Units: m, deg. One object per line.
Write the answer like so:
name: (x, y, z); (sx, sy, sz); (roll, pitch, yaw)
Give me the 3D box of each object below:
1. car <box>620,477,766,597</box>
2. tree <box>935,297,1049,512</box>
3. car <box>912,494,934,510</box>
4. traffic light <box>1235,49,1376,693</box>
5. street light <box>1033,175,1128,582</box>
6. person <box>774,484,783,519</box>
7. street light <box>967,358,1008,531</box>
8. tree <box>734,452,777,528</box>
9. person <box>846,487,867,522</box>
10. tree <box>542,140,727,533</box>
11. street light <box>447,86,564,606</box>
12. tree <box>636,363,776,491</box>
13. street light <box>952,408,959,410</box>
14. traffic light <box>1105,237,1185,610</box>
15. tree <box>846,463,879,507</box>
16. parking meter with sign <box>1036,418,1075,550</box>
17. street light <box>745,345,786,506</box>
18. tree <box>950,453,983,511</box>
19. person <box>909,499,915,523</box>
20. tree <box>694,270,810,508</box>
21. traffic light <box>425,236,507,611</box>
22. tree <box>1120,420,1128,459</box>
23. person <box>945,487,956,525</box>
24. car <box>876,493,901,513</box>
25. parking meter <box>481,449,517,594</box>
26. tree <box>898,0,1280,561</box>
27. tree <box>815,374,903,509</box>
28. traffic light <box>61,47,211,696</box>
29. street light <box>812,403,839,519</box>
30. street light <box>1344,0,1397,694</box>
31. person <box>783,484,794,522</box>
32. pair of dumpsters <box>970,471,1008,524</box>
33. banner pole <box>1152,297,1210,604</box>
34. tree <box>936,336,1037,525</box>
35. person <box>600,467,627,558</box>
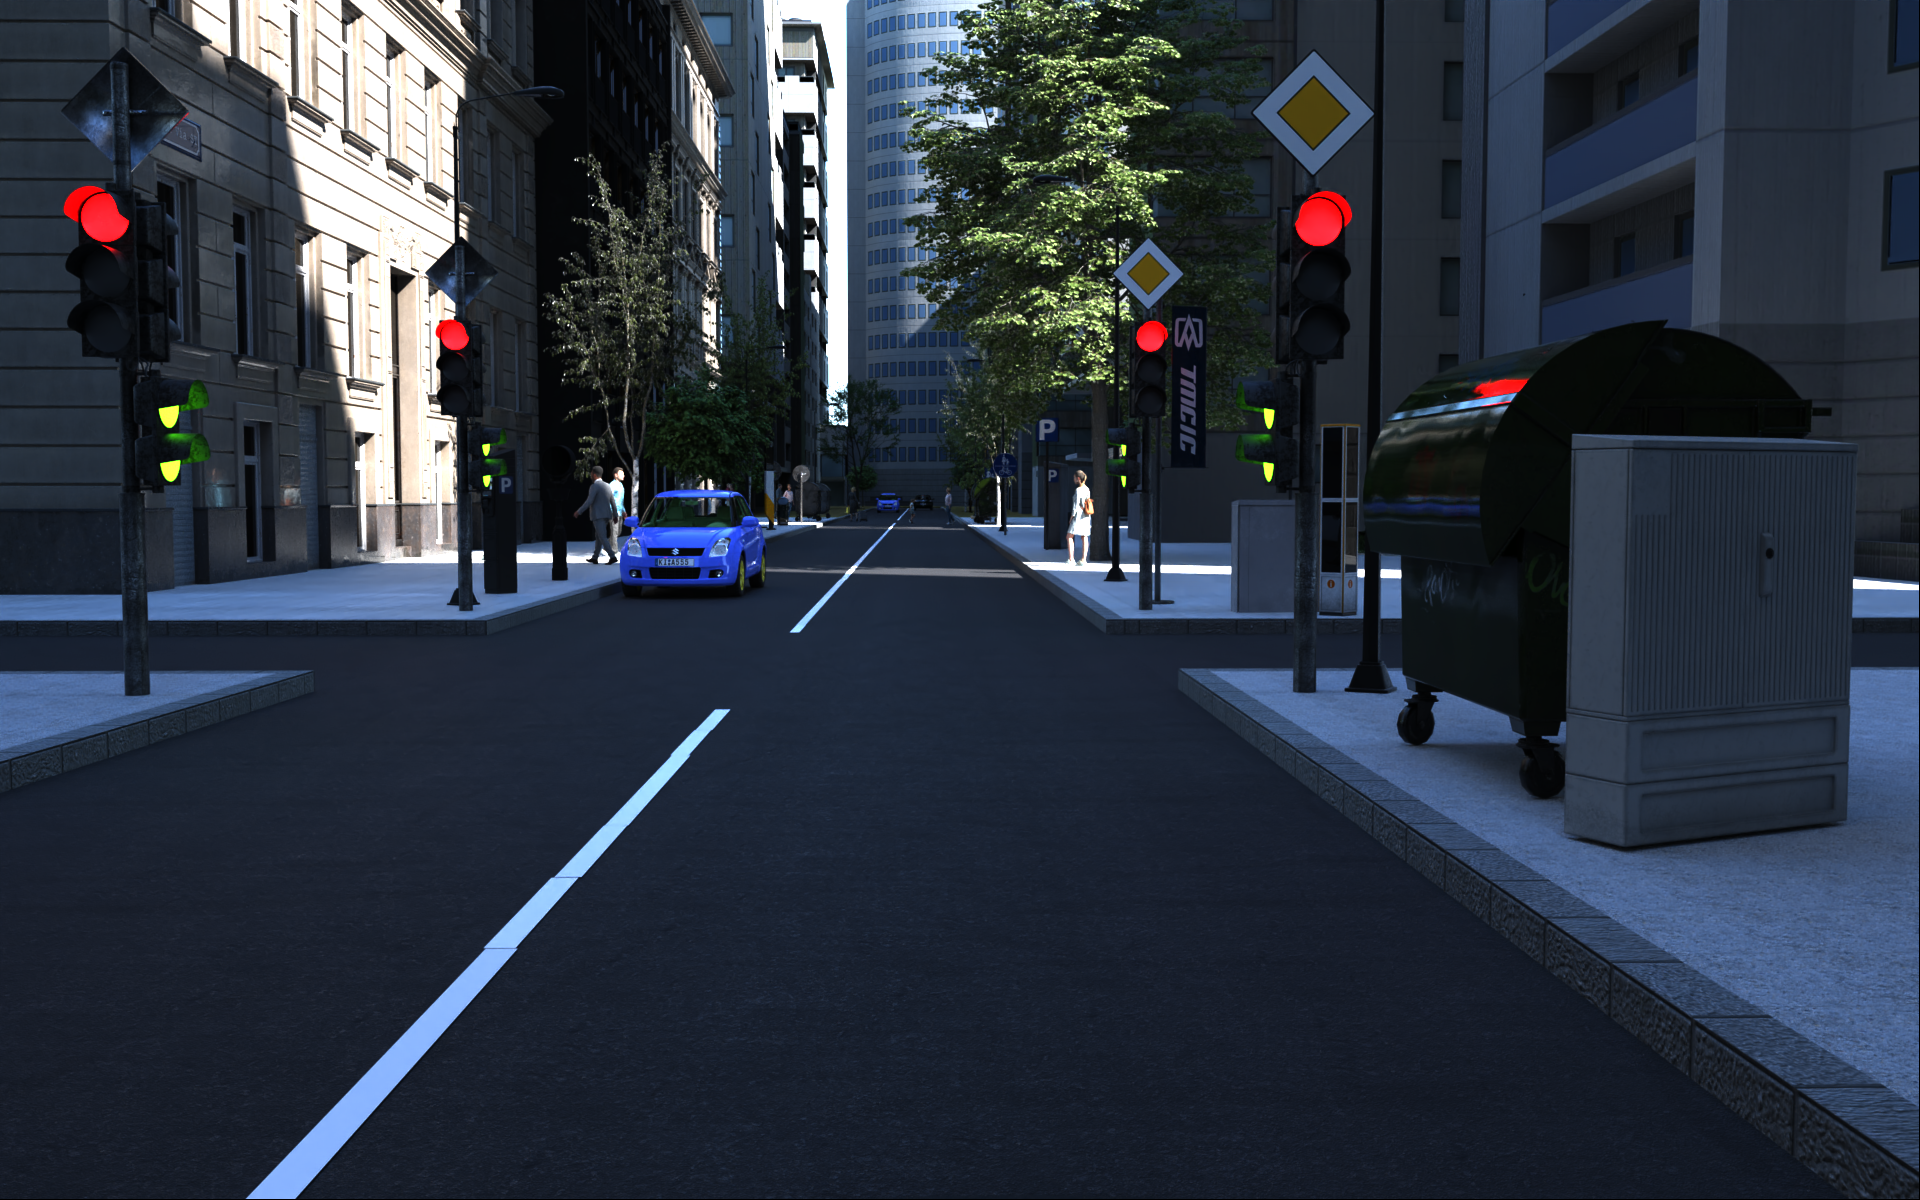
car: (-3.857, -0.963, 25.328); (1.945, 1.707, 3.694); (0, 4, 1)
tree: (1.591, -7.017, 65.088); (4.737, 8.622, 4.395); (0, 3, 0)
car: (-3.262, -8.767, 153.126); (2.009, 1.686, 4.222); (0, 4, -1)
traffic light: (2.218, -1.358, 11.131); (0.839, 4.253, 0.868); (0, 4, -1)
street light: (1.756, -3.231, 25.367); (1.470, 5.913, 1.316); (0, 4, -1)
person: (-9.226, -5.063, 88.924); (0.767, 1.812, 0.694); (0, 4, 3)
street light: (0.946, -5.314, 59.430); (1.470, 5.913, 1.316); (0, 4, -1)
tree: (-7.681, -4.330, 65.399); (1.663, 3.219, 1.824); (0, 3, 0)
person: (-5.442, -5.018, 90.753); (0.699, 1.804, 1.509); (-2, 4, -25)
tree: (-6.936, -5.281, 36.707); (4.360, 8.622, 3.978); (0, 3, 0)
street light: (-5.210, -2.896, 19.889); (1.470, 5.913, 1.316); (0, 4, -1)
tree: (-6.353, -3.648, 43.360); (4.285, 4.588, 4.351); (0, 3, 0)
street light: (0.296, -7.402, 93.570); (1.470, 5.913, 1.316); (0, 4, -1)
traffic light: (2.042, -1.847, 19.114); (0.839, 4.253, 0.868); (0, 4, -1)
tree: (-9.555, -11.391, 169.954); (4.285, 4.588, 4.351); (0, 3, 0)
parking meter with sign: (2.270, -2.704, 40.467); (0.543, 3.016, 1.738); (1, 4, 19)
street light: (-6.113, -4.989, 54.116); (1.470, 5.913, 1.316); (0, 4, -1)
tree: (0.883, -8.885, 128.985); (4.285, 4.588, 4.351); (0, 3, 0)
person: (-2.399, -4.356, 84.729); (0.382, 1.210, 0.505); (-1, 4, -17)
tree: (-7.043, -6.558, 57.582); (4.737, 8.622, 4.395); (0, 3, 0)
traffic light: (-5.417, -1.836, 18.935); (0.839, 4.253, 0.868); (0, 4, -1)
tree: (7.135, -4.817, 62.474); (4.285, 4.588, 4.351); (0, 3, 0)
person: (-0.452, -4.421, 81.458); (0.598, 1.740, 0.731); (-2, 4, -28)
car: (-5.520, -7.579, 133.504); (1.945, 1.707, 3.694); (0, 4, -1)
parking meter: (-5.946, -1.017, 22.345); (0.255, 1.863, 0.399); (3, 4, 36)
tree: (2.283, -7.033, 33.110); (7.486, 12.596, 7.792); (0, 3, 0)
tree: (-8.722, -13.644, 148.834); (9.928, 11.665, 9.643); (0, 3, 0)
traffic light: (-5.241, -1.347, 10.951); (0.839, 4.253, 0.868); (0, 4, -1)
street light: (-6.851, -7.079, 88.275); (1.470, 5.913, 1.316); (0, 4, -1)
street light: (2.140, -2.359, 11.116); (1.470, 5.913, 1.316); (0, 4, -1)
person: (-8.057, -4.473, 79.852); (0.598, 1.740, 0.731); (2, 4, 33)
pair of dumpsters: (1.308, -4.507, 76.190); (1.574, 2.255, 4.437); (0, 4, -1)
banner pole: (2.535, -1.852, 20.302); (0.863, 3.779, 0.401); (-1, 4, -21)
tree: (1.396, -7.351, 70.551); (4.360, 8.622, 3.978); (0, 3, 0)
person: (-7.023, -1.775, 35.090); (0.620, 1.820, 0.660); (0, 4, 5)
